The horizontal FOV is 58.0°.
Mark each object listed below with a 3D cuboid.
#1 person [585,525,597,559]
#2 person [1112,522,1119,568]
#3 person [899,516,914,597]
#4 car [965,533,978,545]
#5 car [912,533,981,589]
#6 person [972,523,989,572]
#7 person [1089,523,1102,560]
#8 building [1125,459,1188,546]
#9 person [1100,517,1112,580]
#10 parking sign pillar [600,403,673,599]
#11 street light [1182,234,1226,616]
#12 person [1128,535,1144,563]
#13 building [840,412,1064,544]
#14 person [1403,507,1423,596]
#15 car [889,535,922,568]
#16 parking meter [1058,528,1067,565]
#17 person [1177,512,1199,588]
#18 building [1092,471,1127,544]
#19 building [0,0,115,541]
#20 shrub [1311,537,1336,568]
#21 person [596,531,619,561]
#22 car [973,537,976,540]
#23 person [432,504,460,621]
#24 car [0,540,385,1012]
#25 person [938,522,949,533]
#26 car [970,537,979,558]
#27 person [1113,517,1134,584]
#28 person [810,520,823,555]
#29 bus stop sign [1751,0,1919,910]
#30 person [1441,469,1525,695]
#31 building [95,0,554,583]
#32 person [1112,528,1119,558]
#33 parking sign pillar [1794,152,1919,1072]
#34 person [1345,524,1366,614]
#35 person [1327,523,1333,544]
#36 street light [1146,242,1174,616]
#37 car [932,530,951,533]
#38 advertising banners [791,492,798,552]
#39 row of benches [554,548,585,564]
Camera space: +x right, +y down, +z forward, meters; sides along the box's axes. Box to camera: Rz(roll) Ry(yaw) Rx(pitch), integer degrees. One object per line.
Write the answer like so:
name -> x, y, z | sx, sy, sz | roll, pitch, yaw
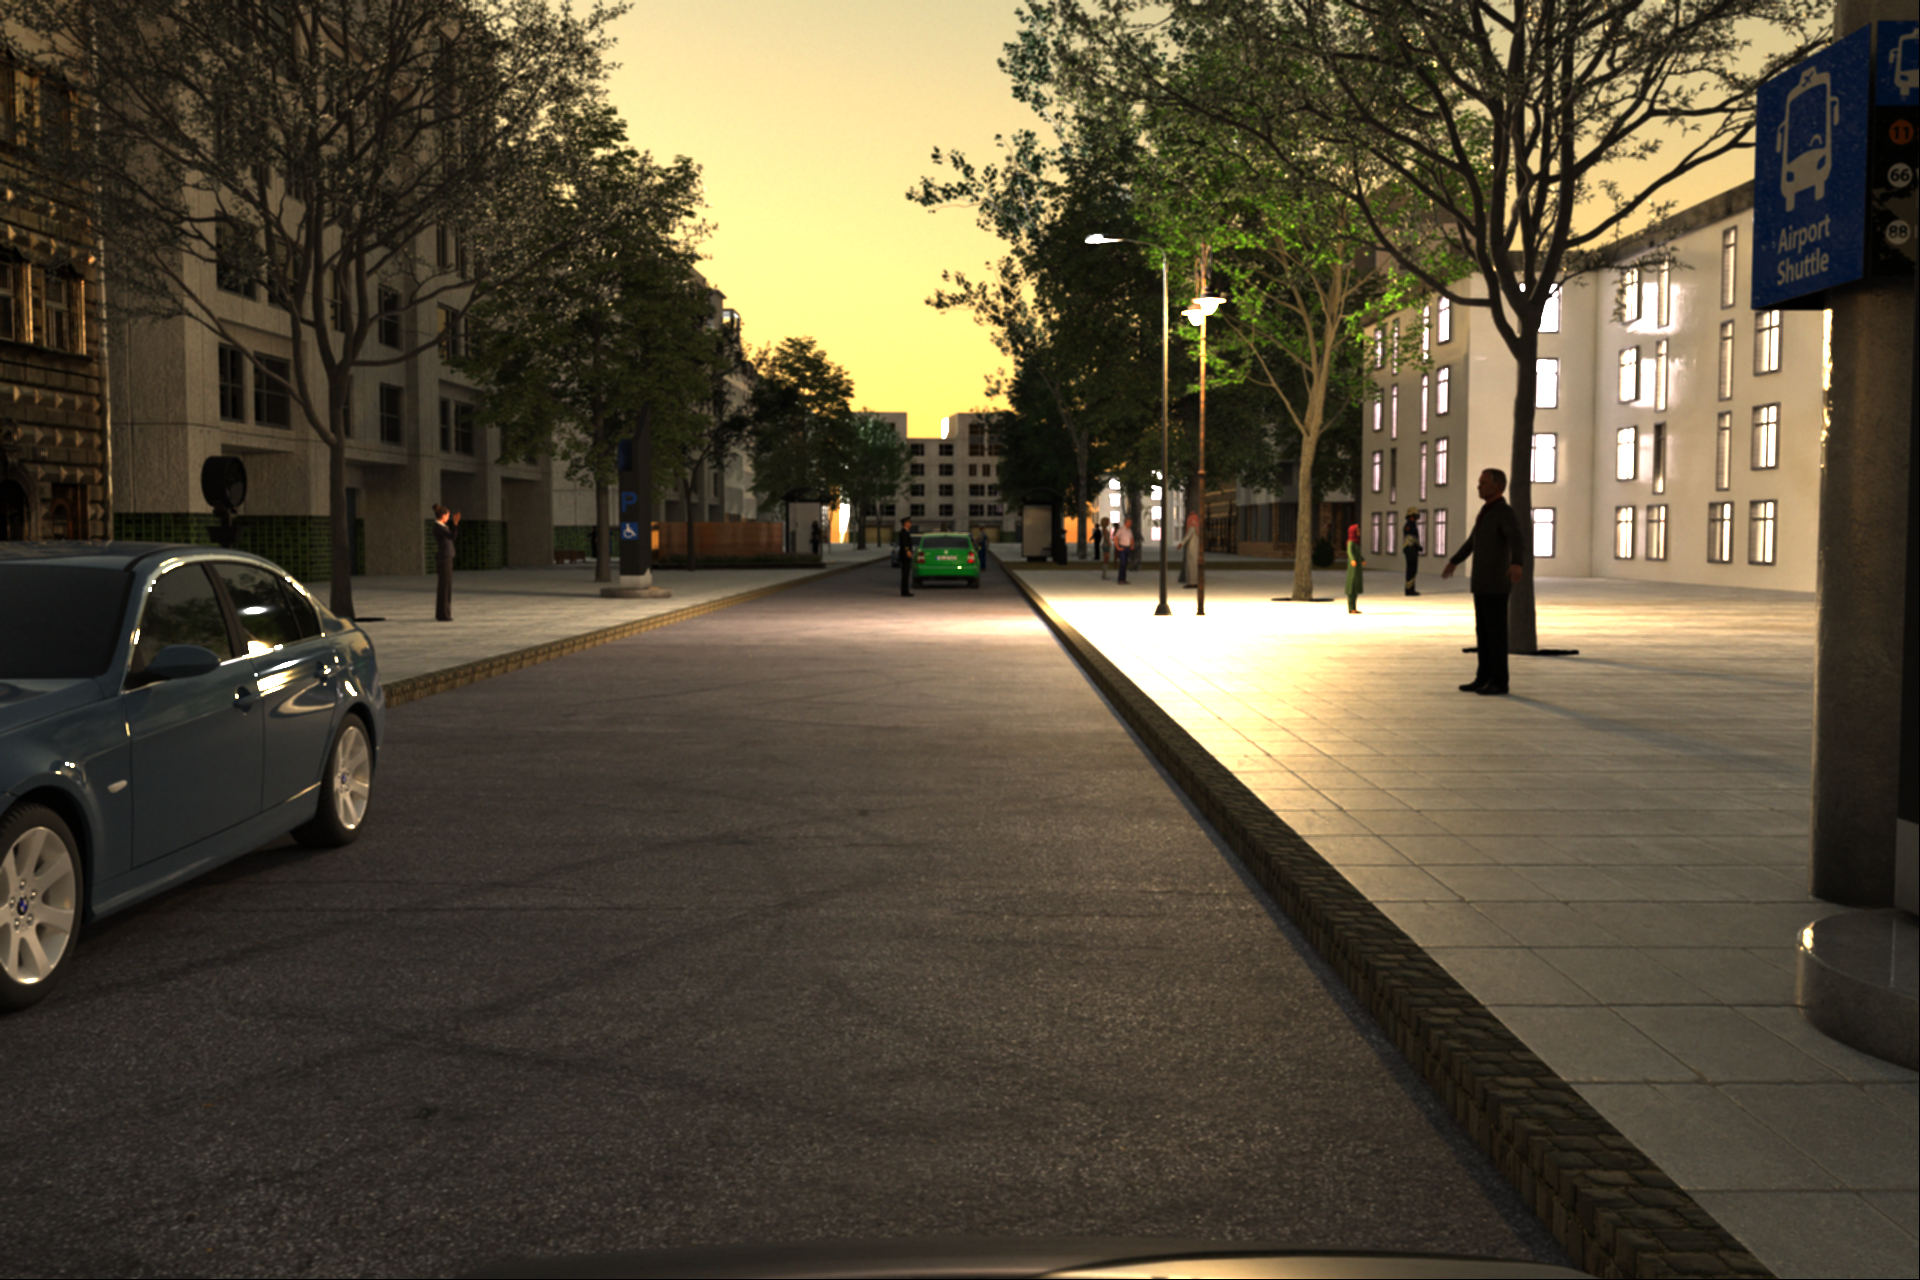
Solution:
person -> -19.226, -5.137, 90.707 | 0.721, 1.740, 1.216 | 2, 4, 27
person -> 6.079, -3.642, 66.357 | 0.721, 1.733, 1.217 | 0, 4, 8
person -> -1.219, -1.926, 39.877 | 0.705, 1.837, 1.347 | 0, 4, 0
car -> 0.073, -5.025, 91.746 | 1.945, 1.707, 3.694 | 0, 4, 0
car -> -0.394, -2.324, 46.792 | 1.959, 1.807, 4.718 | 0, 4, -1
person -> 0.812, -3.541, 66.201 | 0.705, 1.847, 1.347 | 2, 4, 30
person -> 6.768, -4.870, 85.819 | 0.705, 1.806, 1.347 | -1, 4, -21
building -> 23.797, -15.061, 188.395 | 9.099, 9.664, 28.070 | 0, 4, 0
person -> 4.179, -2.573, 48.674 | 0.721, 1.753, 1.214 | 0, 4, 3
parking sign pillar -> -6.563, -2.846, 35.003 | 1.447, 3.967, 1.447 | 0, 4, 0
street light -> 3.784, -3.319, 27.055 | 0.468, 5.910, 1.993 | 0, 3, 0
person -> 7.531, -4.243, 75.560 | 1.347, 1.806, 0.705 | -2, 4, -32
building -> -1.542, -23.830, 258.528 | 31.486, 18.905, 16.747 | -1, 4, -8
person -> 9.447, -1.849, 36.102 | 0.704, 1.845, 1.351 | 1, 4, 21
car -> -2.029, -3.866, 75.204 | 2.014, 1.417, 4.499 | 0, 4, 1
parking meter -> 4.247, -3.865, 71.597 | 0.372, 1.533, 0.369 | 0, 3, 0
person -> 5.506, -2.139, 41.128 | 0.704, 1.811, 1.347 | 2, 4, 29
building -> 22.903, -17.616, 230.164 | 9.099, 9.664, 28.070 | 0, 4, 0
building -> -27.782, -12.056, 28.045 | 19.493, 23.208, 18.063 | 0, 4, 1
shrub -> 13.919, -3.379, 66.366 | 1.383, 1.207, 1.383 | 0, 3, 0
person -> -16.266, -4.512, 79.898 | 0.704, 1.817, 1.347 | 3, 5, 45
car -> 0.546, -8.986, 158.930 | 2.014, 1.417, 4.499 | 0, 4, -1
person -> -7.502, -1.142, 25.521 | 0.742, 1.727, 0.445 | 2, 4, 34
car -> -3.658, 0.323, 6.719 | 2.014, 1.417, 4.499 | 0, 3, 0
person -> -0.478, -2.810, 54.528 | 1.348, 1.813, 0.705 | 2, 4, 32
car -> -0.023, -3.593, 71.320 | 1.945, 1.354, 3.894 | 0, 4, 1
person -> 4.272, -2.295, 44.499 | 0.756, 1.711, 0.436 | -3, 4, -37
person -> -6.077, -4.083, 72.542 | 0.705, 1.856, 1.354 | -1, 4, -14
bus stop sign -> 3.331, -1.038, 5.989 | 0.837, 3.901, 0.837 | 0, 4, 1
person -> 4.263, -0.477, 13.983 | 0.705, 1.807, 1.348 | 0, 4, -7
building -> -25.071, -11.453, 53.709 | 16.747, 18.905, 31.486 | 0, 4, 1
person -> 8.338, -5.248, 91.654 | 0.705, 1.847, 1.347 | 2, 4, 33
parking sign pillar -> 2.936, -0.969, 4.313 | 1.447, 3.967, 1.447 | 0, 3, 0
person -> 6.401, -1.141, 27.863 | 0.599, 1.438, 0.989 | 1, 4, 23
person -> 17.722, -4.704, 83.181 | 0.705, 1.796, 1.348 | 1, 4, 13
street light -> 3.723, -3.327, 26.940 | 1.470, 5.913, 1.316 | 0, 4, 0
car -> -1.501, -8.160, 142.094 | 2.281, 1.827, 5.304 | 0, 4, 1
advertising banners -> -6.868, -4.631, 71.909 | 0.090, 3.025, 2.074 | 0, 4, 2
row of benches -> -17.135, -3.581, 74.013 | 1.422, 0.672, 4.104 | 1, 4, 11
